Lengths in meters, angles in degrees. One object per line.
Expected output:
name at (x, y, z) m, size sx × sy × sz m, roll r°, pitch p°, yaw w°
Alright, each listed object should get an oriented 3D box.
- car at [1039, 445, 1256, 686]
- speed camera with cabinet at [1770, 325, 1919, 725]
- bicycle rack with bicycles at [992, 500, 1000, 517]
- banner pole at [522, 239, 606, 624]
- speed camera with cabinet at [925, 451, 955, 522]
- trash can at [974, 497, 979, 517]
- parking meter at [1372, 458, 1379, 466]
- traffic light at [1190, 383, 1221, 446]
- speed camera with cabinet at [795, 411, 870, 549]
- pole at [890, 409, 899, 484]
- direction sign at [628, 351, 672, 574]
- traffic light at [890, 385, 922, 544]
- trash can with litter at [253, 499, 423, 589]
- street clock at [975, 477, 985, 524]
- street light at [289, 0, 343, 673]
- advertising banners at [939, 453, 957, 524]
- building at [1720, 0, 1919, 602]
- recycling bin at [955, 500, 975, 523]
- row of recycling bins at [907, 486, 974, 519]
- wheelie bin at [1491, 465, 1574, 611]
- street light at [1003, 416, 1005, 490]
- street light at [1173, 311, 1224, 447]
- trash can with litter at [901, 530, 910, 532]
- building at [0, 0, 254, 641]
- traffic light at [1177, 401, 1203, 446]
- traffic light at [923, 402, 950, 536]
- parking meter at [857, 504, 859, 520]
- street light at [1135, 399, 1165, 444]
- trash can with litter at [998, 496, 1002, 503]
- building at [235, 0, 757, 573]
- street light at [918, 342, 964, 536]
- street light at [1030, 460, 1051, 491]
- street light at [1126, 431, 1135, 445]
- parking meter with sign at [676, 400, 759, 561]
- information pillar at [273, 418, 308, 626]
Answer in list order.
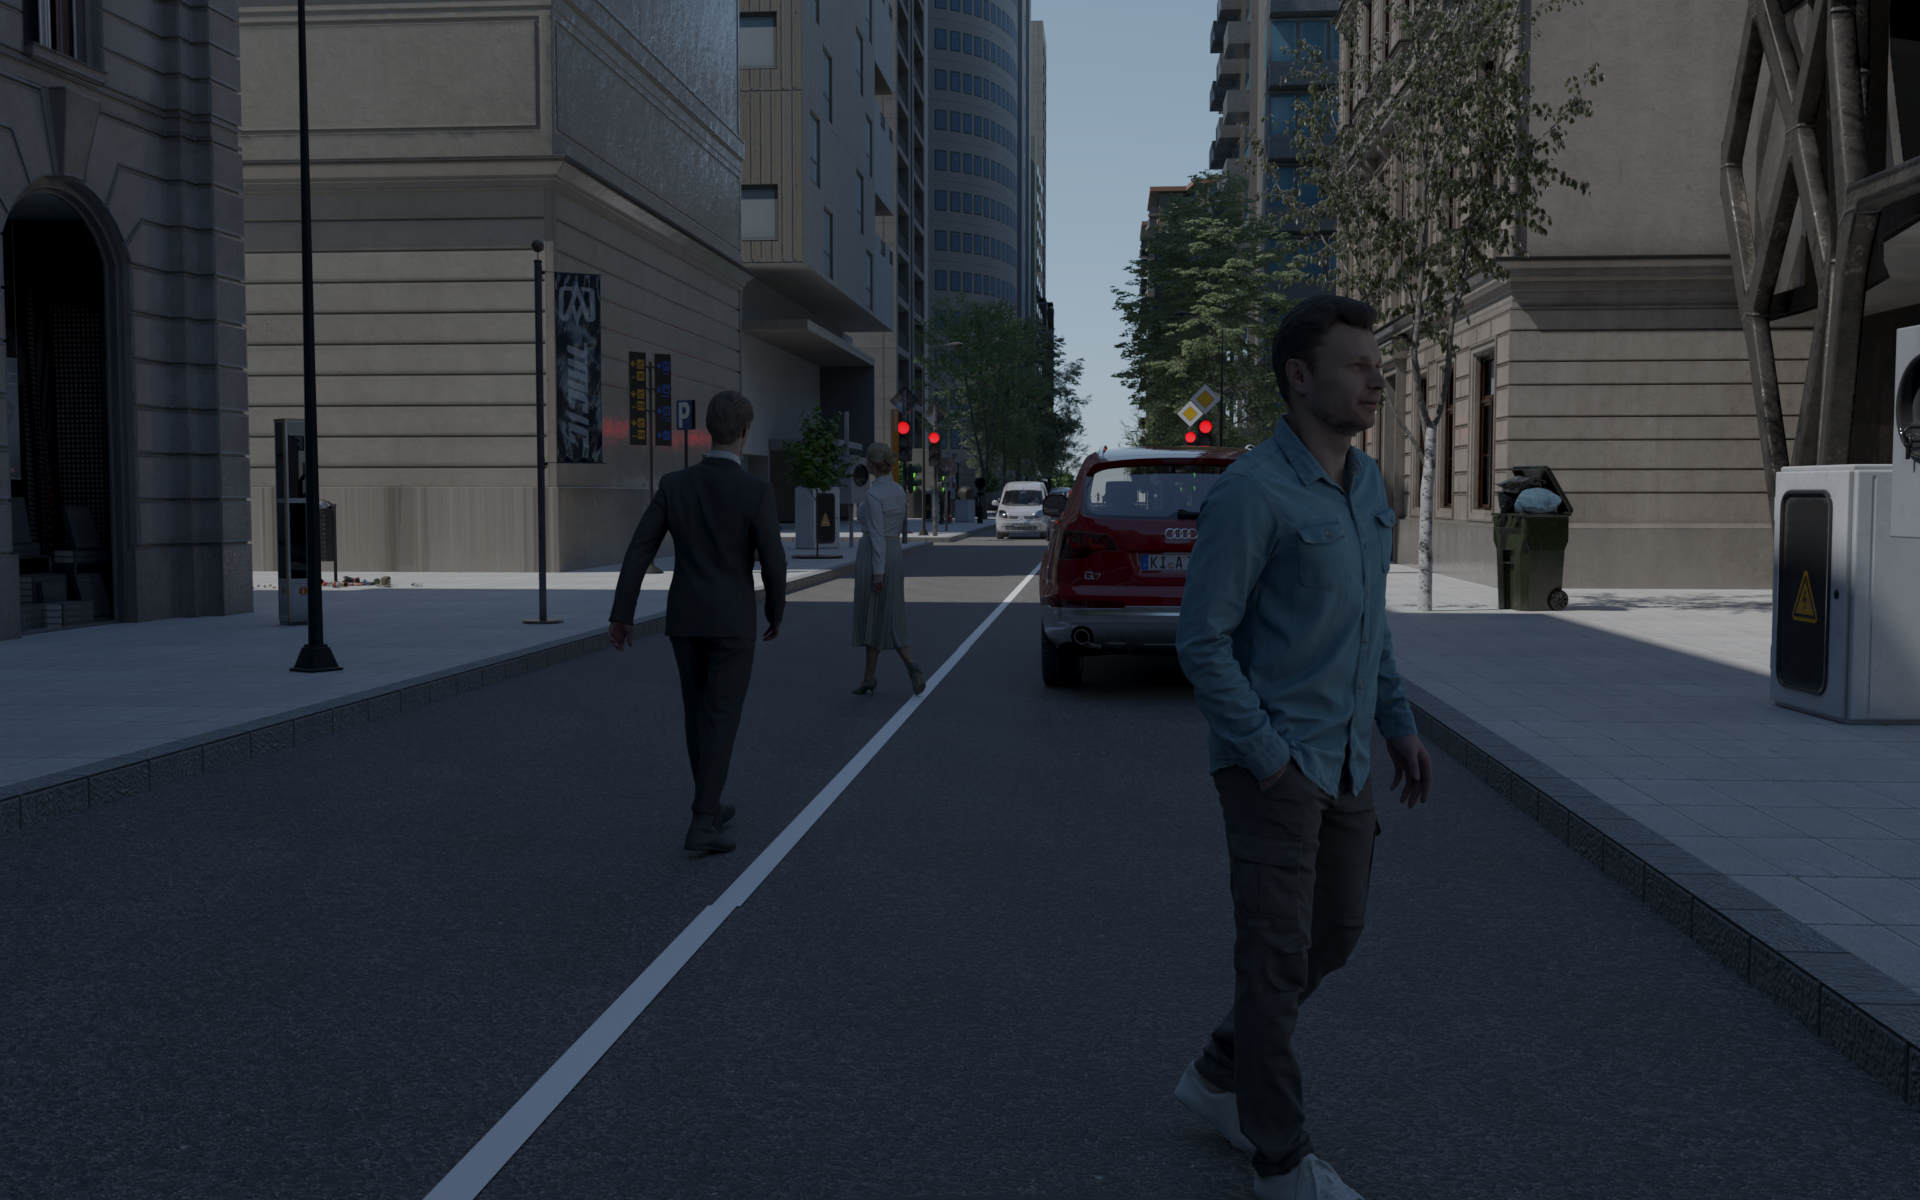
car at (1.781, -0.348, 14.363) m, size 2.281 × 1.827 × 5.304 m, roll 0°, pitch 4°, yaw 6°
speed camera with cabinet at (5.173, -0.925, 9.453) m, size 0.660 × 3.252 × 2.038 m, roll 0°, pitch 4°, yaw 2°
bicycle rack with bicycles at (1.502, -5.237, 99.002) m, size 2.852 × 0.926 × 2.925 m, roll 1°, pitch 4°, yaw 15°
banner pole at (-3.947, -1.665, 17.240) m, size 0.863 × 3.779 × 0.401 m, roll -2°, pitch 4°, yaw -28°
speed camera with cabinet at (-0.970, -5.213, 79.569) m, size 0.660 × 3.252 × 2.038 m, roll -2°, pitch 4°, yaw -30°
trash can at (0.728, -5.162, 96.046) m, size 0.748 × 1.137 × 0.748 m, roll 0°, pitch 3°, yaw 0°
parking meter at (6.568, -1.364, 28.017) m, size 0.255 × 1.863 × 0.399 m, roll 3°, pitch 4°, yaw 39°
traffic light at (6.220, -3.379, 44.174) m, size 0.839 × 4.253 × 0.868 m, roll 0°, pitch 4°, yaw 5°
speed camera with cabinet at (-2.998, -2.849, 40.909) m, size 0.660 × 3.252 × 2.038 m, roll 3°, pitch 4°, yaw 38°
pole at (-1.575, -2.931, 41.763) m, size 0.158 × 3.312 × 0.155 m, roll 0°, pitch 3°, yaw 0°
direction sign at (-4.975, -2.193, 27.860) m, size 0.379 × 3.537 × 0.876 m, roll 3°, pitch 4°, yaw 39°
traffic light at (-1.415, -3.418, 44.803) m, size 0.839 × 4.253 × 0.868 m, roll 0°, pitch 4°, yaw 5°
trash can with litter at (-8.612, -0.795, 24.048) m, size 2.233 × 1.210 × 1.678 m, roll 1°, pitch 4°, yaw 12°
street clock at (0.877, -4.339, 75.508) m, size 0.358 × 2.002 × 0.471 m, roll 3°, pitch 5°, yaw 41°
street light at (-4.137, -2.435, 12.348) m, size 1.470 × 5.913 × 1.316 m, roll 0°, pitch 4°, yaw 5°
advertising banners at (-0.502, -4.754, 73.911) m, size 0.090 × 3.025 × 2.074 m, roll 1°, pitch 4°, yaw 21°
building at (15.598, -8.920, 13.287) m, size 16.820 × 18.784 × 16.811 m, roll 0°, pitch 4°, yaw 5°
recycling bin at (0.223, -4.011, 78.141) m, size 0.722 × 1.027 × 0.722 m, roll 1°, pitch 4°, yaw 23°
row of recycling bins at (-1.033, -5.152, 91.354) m, size 3.534 × 1.692 × 1.069 m, roll 0°, pitch 4°, yaw -6°
wheelie bin at (6.316, -0.688, 19.152) m, size 0.693 × 1.594 × 0.980 m, roll -1°, pitch 4°, yaw -17°
street light at (2.989, -7.537, 95.778) m, size 1.470 × 5.913 × 1.316 m, roll 0°, pitch 4°, yaw 5°
street light at (6.122, -4.381, 44.169) m, size 1.470 × 5.913 × 1.316 m, roll 0°, pitch 4°, yaw 5°
trash can with litter at (-2.519, -2.948, 59.258) m, size 1.678 × 1.210 × 2.233 m, roll 1°, pitch 4°, yaw 21°
building at (-14.488, -10.114, 7.164) m, size 13.314 × 21.916 × 24.055 m, roll 0°, pitch 4°, yaw 5°
traffic light at (6.895, -3.866, 52.130) m, size 0.839 × 4.253 × 0.868 m, roll 0°, pitch 4°, yaw 5°
traffic light at (-0.740, -3.905, 52.760) m, size 0.839 × 4.253 × 0.868 m, roll 0°, pitch 4°, yaw 5°
parking meter at (-4.897, -4.698, 85.229) m, size 0.372 × 1.533 × 0.369 m, roll 0°, pitch 3°, yaw 0°
street light at (9.440, -6.852, 84.577) m, size 1.470 × 5.913 × 1.316 m, roll 0°, pitch 4°, yaw 5°
trash can with litter at (3.380, -7.130, 127.955) m, size 1.055 × 1.170 × 0.624 m, roll -1°, pitch 4°, yaw -14°
building at (-20.098, -12.396, 35.960) m, size 30.059 × 22.955 × 16.112 m, roll 0°, pitch 4°, yaw 5°
street light at (-0.581, -4.935, 53.229) m, size 1.470 × 5.913 × 1.316 m, roll 0°, pitch 4°, yaw 5°
street light at (5.816, -9.583, 129.221) m, size 1.470 × 5.913 × 1.316 m, roll 0°, pitch 4°, yaw 5°
street light at (13.139, -9.448, 127.018) m, size 1.470 × 5.913 × 1.316 m, roll 0°, pitch 4°, yaw 5°
parking meter with sign at (-4.453, -2.231, 32.745) m, size 1.738 × 3.016 × 0.543 m, roll -3°, pitch 5°, yaw -40°
information pillar at (-6.501, -0.763, 16.975) m, size 0.304 × 2.012 × 0.304 m, roll -3°, pitch 5°, yaw -39°
